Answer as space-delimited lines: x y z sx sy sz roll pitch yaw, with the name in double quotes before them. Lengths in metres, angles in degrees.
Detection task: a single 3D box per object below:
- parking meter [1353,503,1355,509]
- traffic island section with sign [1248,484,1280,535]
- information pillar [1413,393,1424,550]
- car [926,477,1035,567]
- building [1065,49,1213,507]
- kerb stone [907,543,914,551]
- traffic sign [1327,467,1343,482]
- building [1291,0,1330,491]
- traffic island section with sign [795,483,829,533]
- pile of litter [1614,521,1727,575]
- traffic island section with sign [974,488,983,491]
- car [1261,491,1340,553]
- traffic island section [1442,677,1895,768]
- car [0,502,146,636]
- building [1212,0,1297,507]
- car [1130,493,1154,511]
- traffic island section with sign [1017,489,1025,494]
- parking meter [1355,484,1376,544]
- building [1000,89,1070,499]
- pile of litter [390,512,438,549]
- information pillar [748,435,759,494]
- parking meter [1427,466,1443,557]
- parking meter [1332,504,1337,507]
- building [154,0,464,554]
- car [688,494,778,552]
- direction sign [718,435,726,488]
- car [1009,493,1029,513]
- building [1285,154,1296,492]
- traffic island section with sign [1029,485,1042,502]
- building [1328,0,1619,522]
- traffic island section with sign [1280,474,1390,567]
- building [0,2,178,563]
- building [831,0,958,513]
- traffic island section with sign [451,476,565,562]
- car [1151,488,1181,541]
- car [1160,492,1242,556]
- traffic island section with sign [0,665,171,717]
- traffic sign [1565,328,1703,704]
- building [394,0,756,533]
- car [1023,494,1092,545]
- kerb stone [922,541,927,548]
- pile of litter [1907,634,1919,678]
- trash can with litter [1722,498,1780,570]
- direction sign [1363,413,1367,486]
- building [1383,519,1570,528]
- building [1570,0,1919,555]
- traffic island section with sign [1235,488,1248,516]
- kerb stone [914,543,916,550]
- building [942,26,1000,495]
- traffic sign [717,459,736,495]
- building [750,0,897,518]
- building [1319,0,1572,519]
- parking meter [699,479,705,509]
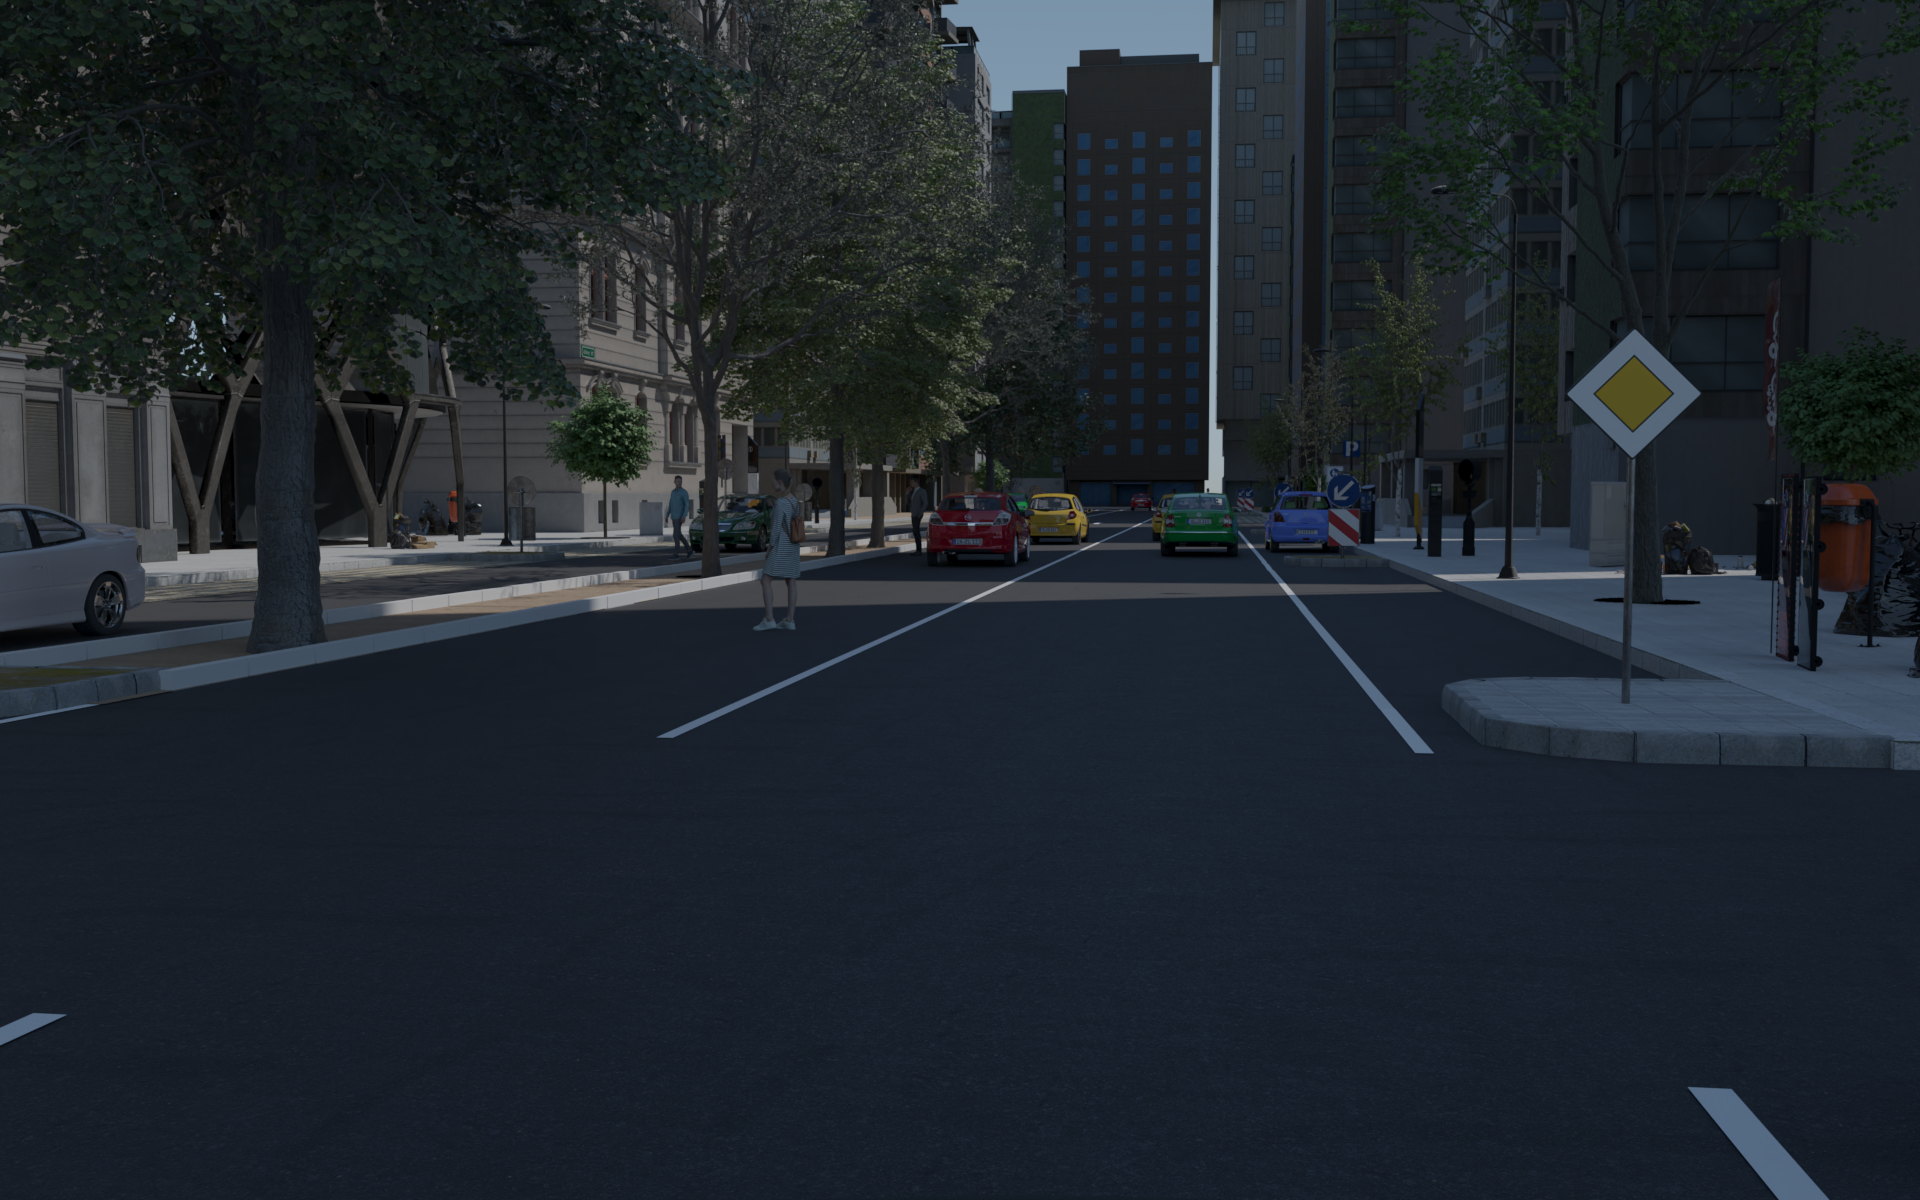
"parking meter" 13.746 -3.137 59.697 0.372 1.533 0.369 0 3 0
"traffic island section with sign" 11.425 -3.260 61.927 1.989 1.847 2.006 0 4 8
"information pillar" 10.601 -2.974 39.975 0.183 3.616 0.504 2 4 27
"car" 0.430 -1.637 35.801 2.155 1.783 4.494 0 4 7
"building" 18.518 -32.264 177.623 14.200 45.320 14.600 0 4 8
"kerb stone" -1.368 -1.302 43.483 0.120 0.150 1.000 0 4 8
"traffic sign" 13.873 -3.794 64.156 0.606 2.300 0.079 1 4 15
"building" 33.328 -29.634 134.634 14.600 45.320 14.200 0 4 8
"traffic island section with sign" -5.856 -3.394 64.123 1.989 1.847 2.006 0 4 8
"pile of litter" 11.441 -0.853 27.905 1.719 0.858 1.176 1 4 23
"traffic island section with sign" 1.216 -6.434 113.821 1.989 1.847 2.006 0 4 8
"car" 8.589 -2.081 43.614 1.945 1.707 3.694 0 4 7
"traffic island section" 4.100 0.713 10.623 2.009 0.180 2.903 0 4 8
"car" -9.708 -0.244 16.358 2.083 1.381 4.827 0 4 7
"building" 40.164 -36.226 181.528 27.495 52.752 28.713 0 4 8
"car" 15.848 -8.685 151.038 2.155 1.783 4.494 0 4 8
"traffic island section with sign" 5.002 -8.066 140.510 1.989 1.847 2.006 0 4 8
"parking meter" 10.491 -2.211 44.554 0.372 1.533 0.369 0 3 0
"building" 4.477 -30.328 179.454 14.086 41.232 14.154 0 4 8
"pile of litter" -12.926 -1.649 40.923 1.176 0.858 1.719 0 4 1
"information pillar" -8.212 -4.732 68.717 0.504 3.616 0.183 2 4 32
"parking meter" 9.713 -1.816 35.406 0.255 1.863 0.399 1 4 11
"parking meter" 13.658 -3.320 62.696 0.372 1.533 0.369 0 3 0
"building" -21.774 -10.761 43.400 16.820 18.784 16.811 0 4 8
"car" -5.537 -1.999 44.484 2.131 1.459 4.920 1 4 9
"direction sign" -9.136 -4.555 66.479 0.379 3.537 0.876 -2 4 -26
"car" 3.299 -5.830 104.119 1.959 1.807 4.718 0 4 7
"building" 35.208 -23.083 149.113 14.160 30.474 14.107 0 4 8
"traffic island section with sign" 3.674 -4.777 86.236 2.006 1.907 1.989 0 4 8
"building" 27.639 -19.923 97.436 14.160 30.474 14.107 0 4 8
"traffic island section with sign" 7.574 -1.612 34.977 1.989 1.847 2.006 0 4 8
"building" -20.912 -10.722 24.452 9.793 20.994 18.267 0 4 8
"building" -12.100 -28.953 128.010 22.147 44.769 28.867 0 4 8
"traffic island section with sign" -9.667 -1.762 37.433 1.989 1.847 2.006 0 4 8
"car" 6.950 -2.685 54.116 2.015 1.641 3.980 1 4 10
"car" 5.723 -1.983 41.226 1.959 1.807 4.718 1 4 9
"traffic island section with sign" -6.912 -0.227 11.844 2.006 1.907 1.989 0 4 8
"traffic sign" 4.076 -0.422 10.550 0.795 2.450 0.064 0 4 8
"building" -17.043 -17.188 68.418 14.401 28.519 23.554 0 4 8
"car" 2.794 -2.458 50.407 2.015 1.641 3.980 1 4 9
"kerb stone" -1.085 -1.426 45.508 0.120 0.150 1.000 0 4 8
"pile of litter" 7.536 0.109 12.190 1.719 0.858 1.176 1 4 9
"trash can with litter" 13.675 -1.109 29.183 1.678 1.210 2.233 0 4 5
"direction sign" 11.450 -3.485 48.985 0.379 3.537 0.876 1 4 10
"building" 34.045 -23.106 69.672 32.217 40.220 23.993 0 4 8
"building" 21.819 -16.505 41.558 14.160 30.474 14.107 0 4 8
"traffic island section with sign" 18.458 -6.284 111.364 1.989 1.847 2.006 0 4 8
"kerb stone" -1.226 -1.364 44.495 0.120 0.150 1.000 0 4 8
"building" -4.544 -28.861 155.474 14.086 41.232 14.154 0 4 8
"traffic sign" -8.412 -3.795 62.149 0.768 2.556 0.104 1 4 15
"building" -20.883 -25.094 102.175 32.217 40.220 23.993 0 4 8
"building" 39.989 -25.854 114.592 32.217 40.220 23.993 0 4 8
"parking meter" -9.699 -3.672 65.740 0.255 1.863 0.399 2 4 30
